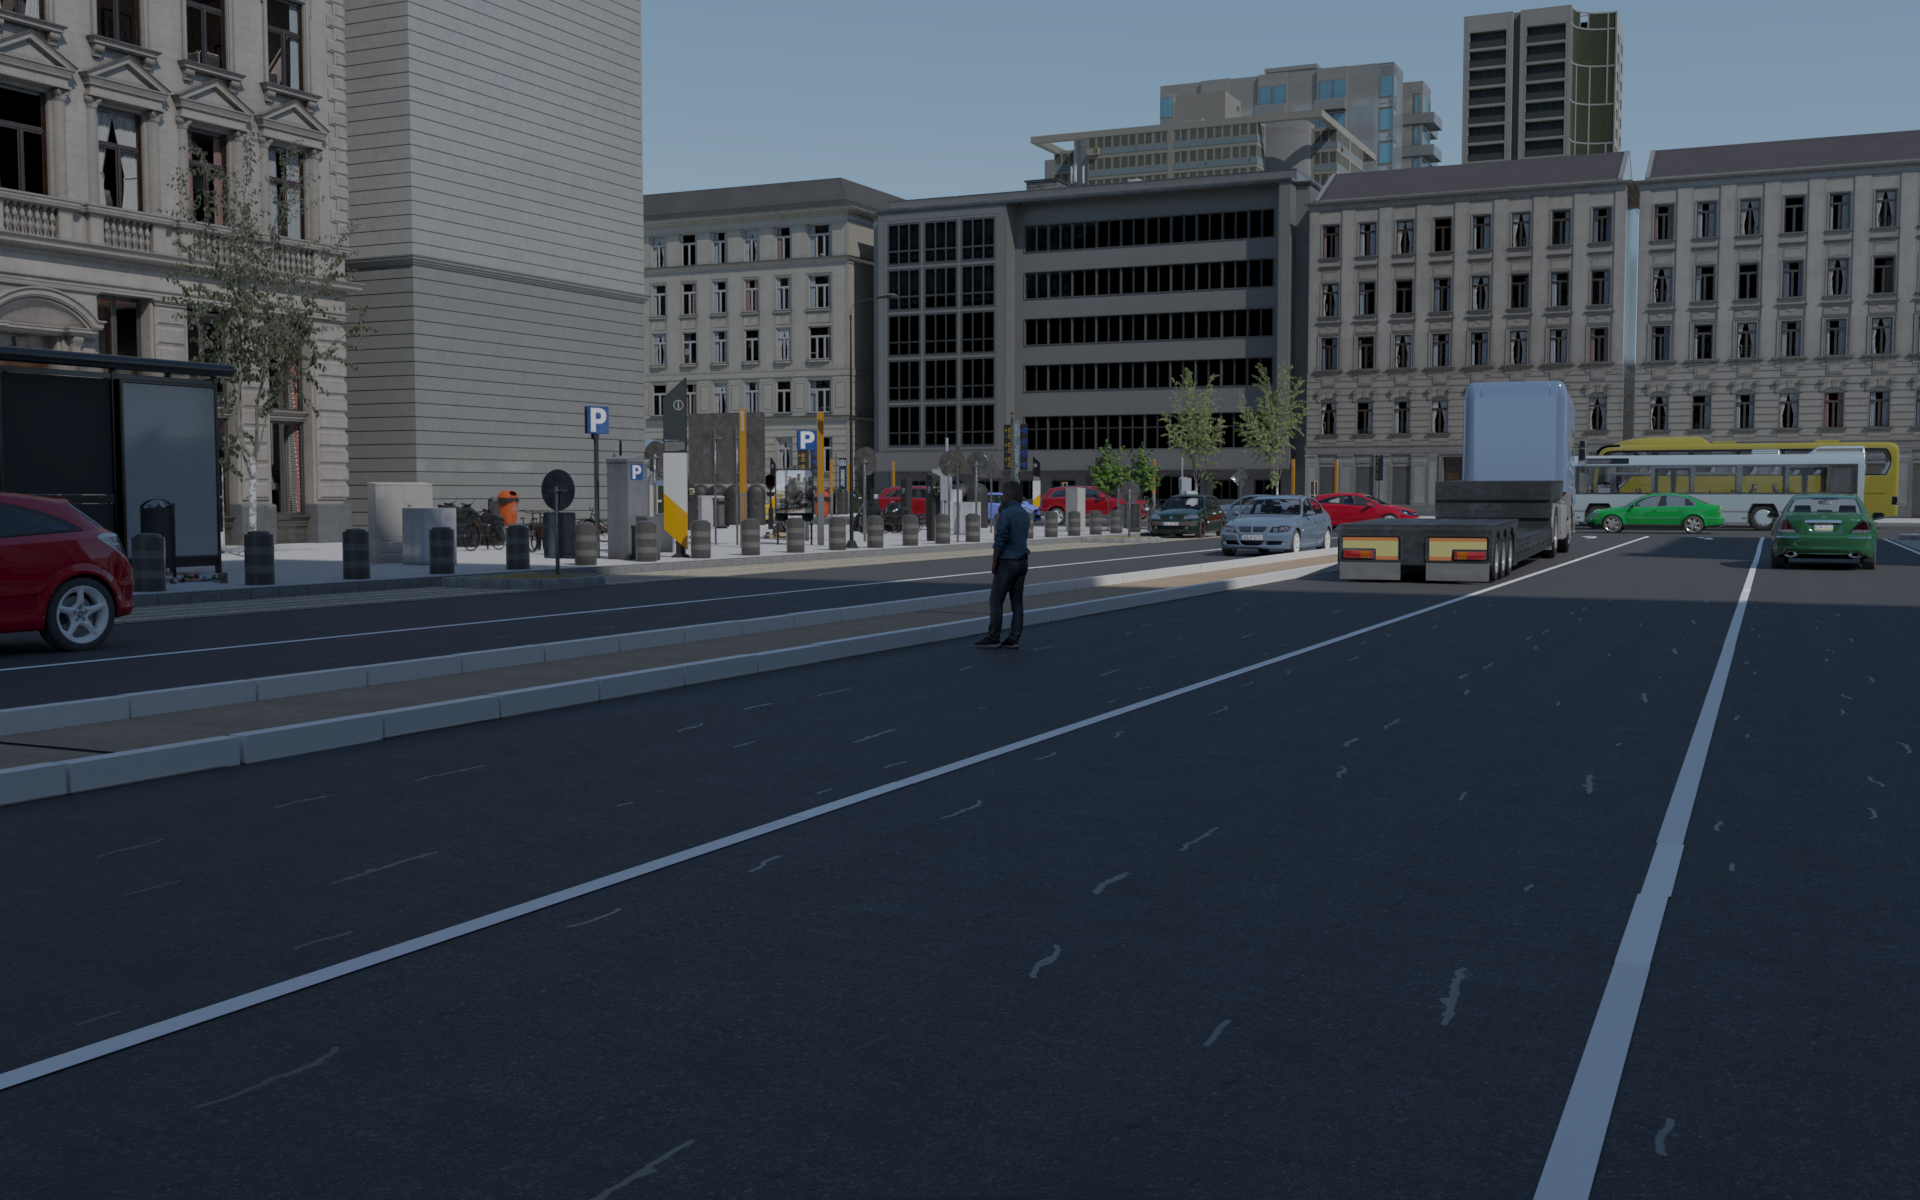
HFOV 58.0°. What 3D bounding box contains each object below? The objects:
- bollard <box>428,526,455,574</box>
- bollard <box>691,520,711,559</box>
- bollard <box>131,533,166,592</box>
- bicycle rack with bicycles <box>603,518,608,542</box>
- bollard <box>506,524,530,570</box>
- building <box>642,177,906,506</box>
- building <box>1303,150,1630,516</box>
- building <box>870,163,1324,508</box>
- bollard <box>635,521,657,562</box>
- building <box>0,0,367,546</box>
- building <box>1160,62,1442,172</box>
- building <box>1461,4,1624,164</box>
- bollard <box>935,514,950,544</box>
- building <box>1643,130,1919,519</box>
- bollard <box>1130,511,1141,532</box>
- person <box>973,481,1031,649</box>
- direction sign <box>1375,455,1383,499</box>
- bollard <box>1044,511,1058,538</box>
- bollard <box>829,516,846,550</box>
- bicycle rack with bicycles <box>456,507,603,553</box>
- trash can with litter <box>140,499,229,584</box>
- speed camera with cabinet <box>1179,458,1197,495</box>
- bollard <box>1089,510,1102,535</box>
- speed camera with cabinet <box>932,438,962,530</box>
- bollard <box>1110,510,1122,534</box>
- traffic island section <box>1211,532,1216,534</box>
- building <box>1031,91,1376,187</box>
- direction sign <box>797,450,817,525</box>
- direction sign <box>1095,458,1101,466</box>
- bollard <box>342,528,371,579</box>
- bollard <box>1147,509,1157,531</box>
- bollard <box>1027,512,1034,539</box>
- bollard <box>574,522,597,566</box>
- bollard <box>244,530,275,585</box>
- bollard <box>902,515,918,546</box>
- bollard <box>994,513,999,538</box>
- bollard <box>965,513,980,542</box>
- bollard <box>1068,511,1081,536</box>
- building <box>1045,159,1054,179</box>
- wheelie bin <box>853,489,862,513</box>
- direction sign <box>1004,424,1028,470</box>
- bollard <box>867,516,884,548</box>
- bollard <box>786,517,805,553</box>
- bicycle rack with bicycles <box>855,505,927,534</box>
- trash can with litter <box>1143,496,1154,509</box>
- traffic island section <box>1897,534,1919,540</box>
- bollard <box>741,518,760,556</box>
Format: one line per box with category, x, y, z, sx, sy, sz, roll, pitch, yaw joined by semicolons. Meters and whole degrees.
bollard;-8.339;-0.804;27.866;0.404;0.777;0.398;0;3;0
bollard;-5.176;-1.215;34.585;0.404;0.777;0.398;0;3;0
bollard;-10.702;-0.497;22.847;0.404;0.777;0.398;0;3;0
bicycle rack with bicycles;-9.281;-2.040;46.738;2.925;0.926;2.852;-2;4;-32
bollard;-7.543;-0.907;29.542;0.404;0.777;0.398;0;3;0
building;-17.399;-18.171;130.372;30.059;22.955;16.112;2;4;25
building;30.695;-15.571;103.742;18.267;20.994;9.793;2;4;25
building;9.972;-18.181;116.318;30.058;24.678;14.314;2;4;25
bollard;-5.961;-1.113;32.913;0.404;0.777;0.398;0;3;0
building;-24.490;-12.866;39.240;11.050;23.489;19.941;2;4;25
building;38.091;-35.302;196.788;30.456;49.044;23.786;2;4;25
building;86.362;-50.140;258.035;20.611;71.187;20.563;2;4;25
bollard;-0.446;-1.829;44.618;0.404;0.777;0.398;0;3;0
building;47.424;-15.123;96.406;18.267;20.994;9.793;2;4;25
bollard;5.857;-2.647;57.998;0.404;0.777;0.398;0;3;0
person;0.433;-0.326;16.044;0.499;1.552;0.429;-2;4;-27
direction sign;24.277;-6.627;100.350;0.379;3.537;0.876;-1;4;-15
bollard;2.701;-2.238;51.303;0.404;0.777;0.398;0;3;0
bollard;-2.805;-1.522;39.608;0.404;0.777;0.398;0;3;0
bicycle rack with bicycles;-10.094;-1.576;39.157;2.852;0.926;2.925;1;4;13
trash can with litter;-11.356;-0.862;25.150;2.233;1.210;1.678;1;4;10
speed camera with cabinet;12.333;-6.079;93.726;0.660;3.252;2.038;0;4;-4
bollard;4.282;-2.442;54.651;0.404;0.777;0.398;0;3;0
speed camera with cabinet;-0.462;-4.122;61.737;0.660;3.252;2.038;1;4;15
bollard;5.071;-2.545;56.328;0.404;0.777;0.398;0;3;0
traffic island section;10.263;-2.524;63.540;2.009;0.180;2.903;2;4;25
building;26.102;-29.327;171.371;32.217;40.220;23.993;2;4;25
direction sign;-6.274;-4.871;71.640;0.876;3.537;0.379;0;4;-6
direction sign;8.639;-7.084;107.815;0.379;3.537;0.876;-1;4;-23
bollard;-9.128;-0.701;26.186;0.404;0.777;0.398;0;3;0
bollard;6.645;-2.749;59.670;0.404;0.777;0.398;0;3;0
bollard;1.914;-2.136;49.634;0.404;0.777;0.398;0;3;0
bollard;-6.755;-1.010;31.230;0.404;0.777;0.398;0;3;0
bollard;-9.915;-0.599;24.517;0.404;0.777;0.398;0;3;0
bollard;-1.232;-1.727;42.948;0.404;0.777;0.398;0;3;0
bollard;1.131;-2.033;47.962;0.404;0.777;0.398;0;3;0
bollard;0.341;-1.931;46.289;0.404;0.777;0.398;0;3;0
bollard;3.489;-2.340;52.973;0.404;0.777;0.398;0;3;0
building;19.188;-32.264;211.112;14.086;41.232;14.154;2;4;25
wheelie bin;-7.016;-6.637;116.415;0.693;1.594;0.980;1;4;21
direction sign;1.809;-3.931;56.277;0.876;3.537;0.379;2;4;31
bollard;-2.020;-1.625;41.279;0.404;0.777;0.398;0;3;0
bollard;-3.602;-1.419;37.925;0.404;0.777;0.398;0;3;0
bicycle rack with bicycles;-2.058;-2.591;55.753;2.925;0.926;2.852;1;4;20
trash can with litter;10.616;-5.146;95.524;1.055;1.170;0.624;-1;4;-8
traffic island section;30.434;-1.944;54.068;2.009;0.180;2.903;2;4;25
bollard;-4.385;-1.317;36.253;0.404;0.777;0.398;0;3;0
